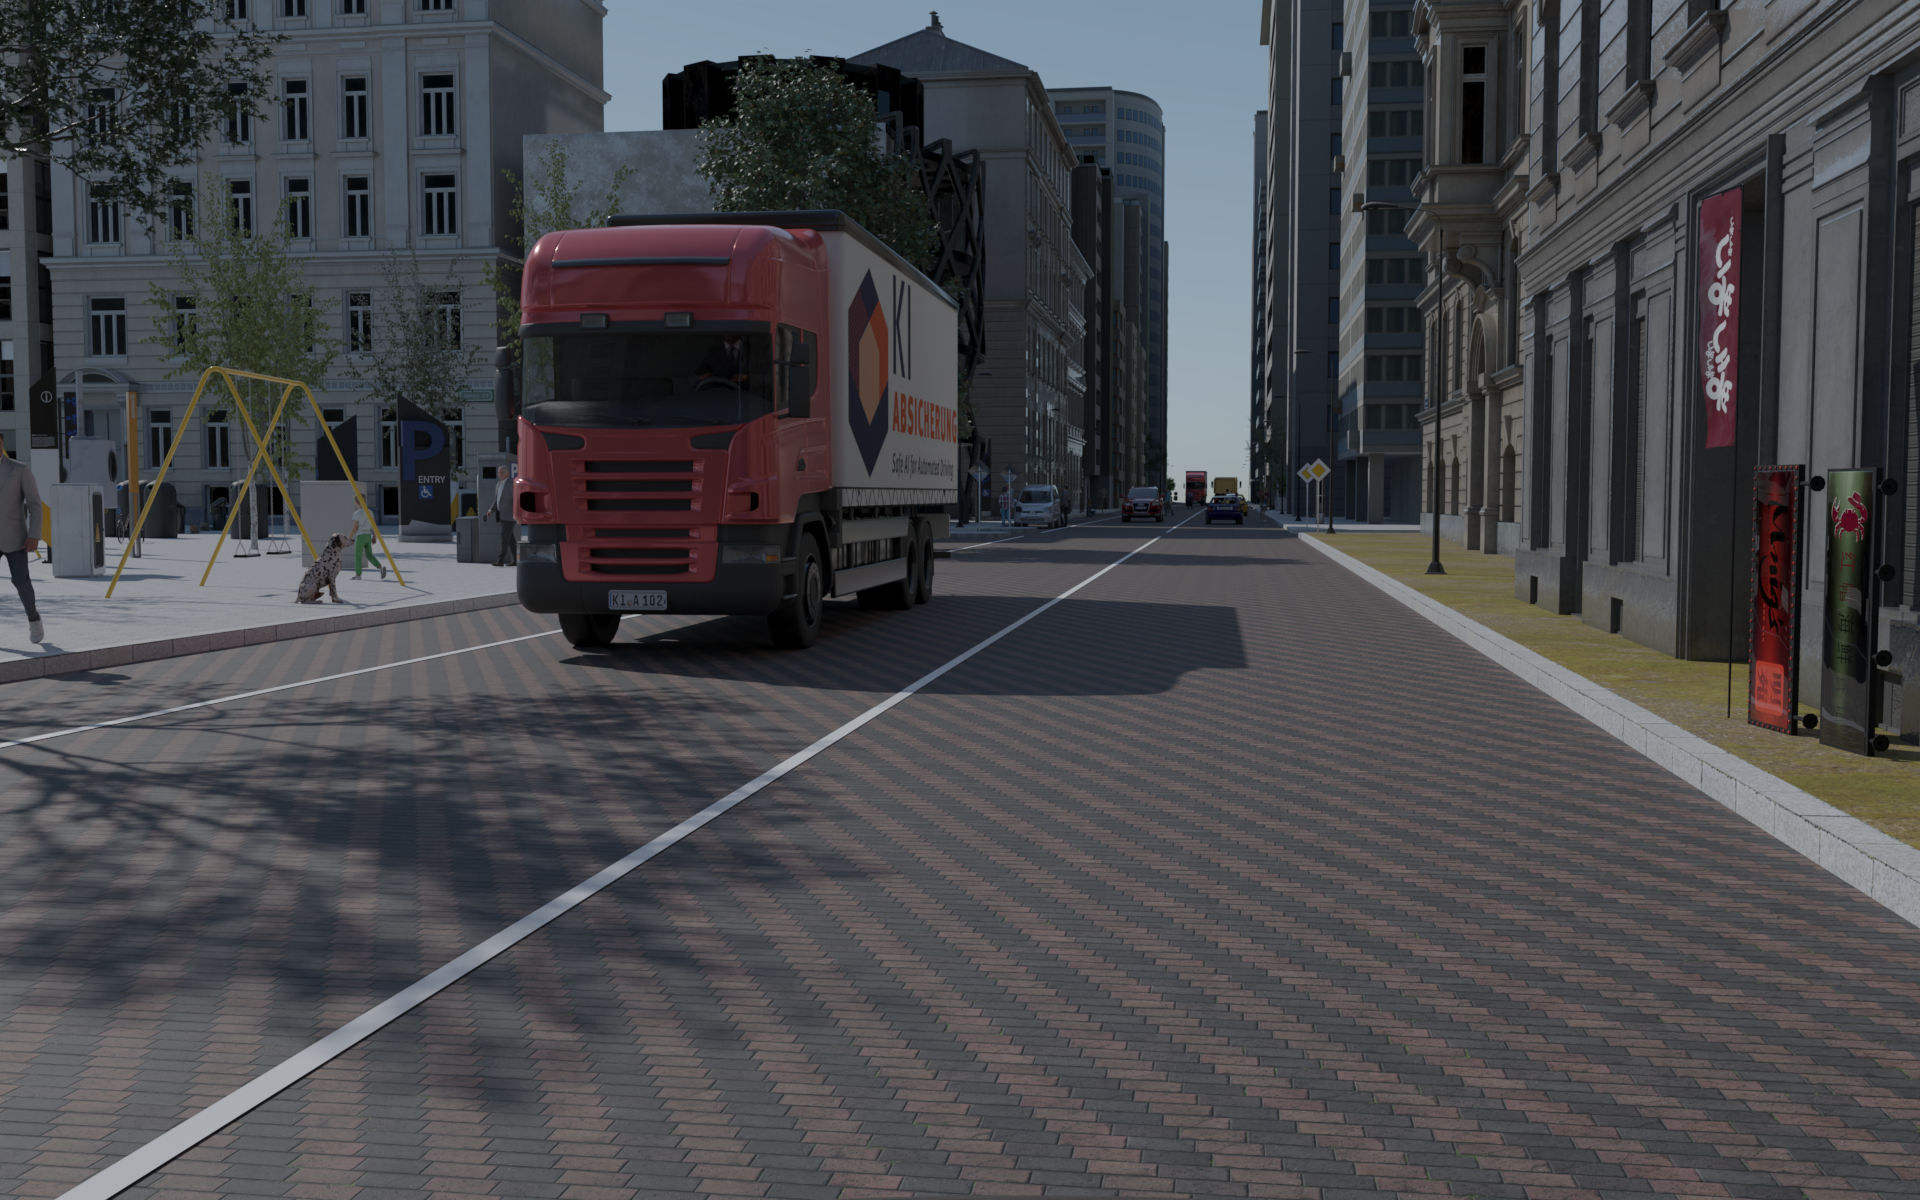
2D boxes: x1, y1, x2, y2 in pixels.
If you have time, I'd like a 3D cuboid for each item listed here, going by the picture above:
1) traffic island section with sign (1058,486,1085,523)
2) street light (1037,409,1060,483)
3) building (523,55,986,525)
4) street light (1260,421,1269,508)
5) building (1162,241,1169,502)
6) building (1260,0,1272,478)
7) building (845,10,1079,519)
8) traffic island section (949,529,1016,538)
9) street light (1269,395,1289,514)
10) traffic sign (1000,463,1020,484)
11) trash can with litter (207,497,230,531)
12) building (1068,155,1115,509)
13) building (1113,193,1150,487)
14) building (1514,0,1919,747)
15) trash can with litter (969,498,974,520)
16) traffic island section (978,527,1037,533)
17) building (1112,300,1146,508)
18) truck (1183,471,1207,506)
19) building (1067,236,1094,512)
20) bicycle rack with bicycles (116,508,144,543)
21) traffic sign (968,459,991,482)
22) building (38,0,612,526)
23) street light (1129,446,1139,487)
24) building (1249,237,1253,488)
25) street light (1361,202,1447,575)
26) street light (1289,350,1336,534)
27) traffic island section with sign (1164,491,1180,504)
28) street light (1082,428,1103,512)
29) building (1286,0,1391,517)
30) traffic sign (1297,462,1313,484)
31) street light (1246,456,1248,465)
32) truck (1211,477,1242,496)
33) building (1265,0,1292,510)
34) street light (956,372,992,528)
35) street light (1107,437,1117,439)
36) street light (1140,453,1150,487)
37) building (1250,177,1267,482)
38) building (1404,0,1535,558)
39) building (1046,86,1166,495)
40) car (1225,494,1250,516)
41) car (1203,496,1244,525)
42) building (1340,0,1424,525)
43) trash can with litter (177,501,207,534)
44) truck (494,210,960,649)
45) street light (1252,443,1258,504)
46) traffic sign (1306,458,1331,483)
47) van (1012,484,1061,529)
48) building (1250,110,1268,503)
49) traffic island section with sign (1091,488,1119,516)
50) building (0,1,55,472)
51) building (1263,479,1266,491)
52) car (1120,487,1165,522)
[{"bbox_3d":[5.362,-4.871,88.264,1.989,1.847,2.006,1,4,9],"label":"traffic island section with sign"},{"bbox_3d":[4.756,-7.441,94.200,1.470,5.913,1.316,1,4,9],"label":"street light"},{"bbox_3d":[-7.498,-12.684,74.841,16.820,18.784,16.811,1,4,9],"label":"building"},{"bbox_3d":[19.830,-8.371,109.411,1.470,5.913,1.316,1,4,9],"label":"street light"},{"bbox_3d":[25.489,-36.055,273.087,14.154,41.232,14.086,1,4,9],"label":"building"},{"bbox_3d":[44.443,-35.691,172.779,28.713,52.752,27.495,1,4,9],"label":"building"},{"bbox_3d":[-0.409,-18.534,100.302,12.463,27.353,25.104,1,4,9],"label":"building"},{"bbox_3d":[0.612,-2.169,57.739,2.009,0.180,2.903,1,4,9],"label":"traffic island section"},{"bbox_3d":[15.418,-6.667,81.551,1.470,5.913,1.316,1,4,9],"label":"street light"},{"bbox_3d":[1.863,-3.876,65.559,0.795,2.593,0.064,1,4,9],"label":"traffic sign"},{"bbox_3d":[-25.971,-2.986,60.216,0.624,1.170,1.055,3,4,38],"label":"trash can with litter"},{"bbox_3d":[5.664,-23.015,147.992,14.160,30.474,14.107,1,4,9],"label":"building"},{"bbox_3d":[17.795,-33.439,230.318,14.154,41.232,14.086,1,4,9],"label":"building"},{"bbox_3d":[10.071,-9.907,11.125,9.793,20.994,18.267,1,4,9],"label":"building"},{"bbox_3d":[0.469,-4.596,86.529,0.624,1.170,1.055,-1,4,-17],"label":"trash can with litter"},{"bbox_3d":[1.839,-2.651,65.630,2.009,0.180,2.903,1,4,9],"label":"traffic island section"},{"bbox_3d":[6.728,-21.650,199.011,27.650,21.520,28.899,1,4,9],"label":"building"},{"bbox_3d":[28.705,-13.550,210.451,2.839,4.237,11.283,1,4,9],"label":"truck"},{"bbox_3d":[3.008,-17.633,124.457,11.583,22.565,21.152,1,4,9],"label":"building"},{"bbox_3d":[-22.436,-1.936,45.031,2.852,0.926,2.925,-1,4,-20],"label":"bicycle rack with bicycles"},{"bbox_3d":[0.636,-3.393,57.668,0.795,2.593,0.064,1,4,9],"label":"traffic sign"},{"bbox_3d":[-26.890,-17.715,75.550,20.117,28.700,13.634,1,4,9],"label":"building"},{"bbox_3d":[16.520,-12.024,169.128,1.470,5.913,1.316,1,4,9],"label":"street light"},{"bbox_3d":[55.166,-38.936,286.707,14.600,45.320,14.200,1,4,9],"label":"building"},{"bbox_3d":[7.086,-3.371,27.658,1.470,5.913,1.316,1,4,9],"label":"street light"},{"bbox_3d":[11.457,-5.100,55.928,1.470,5.913,1.316,1,4,9],"label":"street light"},{"bbox_3d":[29.811,-14.487,245.486,1.989,1.847,2.006,1,4,9],"label":"traffic island section with sign"},{"bbox_3d":[9.188,-9.155,122.233,1.470,5.913,1.316,1,4,9],"label":"street light"},{"bbox_3d":[31.314,-34.610,107.869,21.231,58.520,28.212,1,4,9],"label":"building"},{"bbox_3d":[12.823,-3.771,63.840,0.795,2.593,0.064,1,4,9],"label":"traffic sign"},{"bbox_3d":[31.651,-13.005,185.172,1.470,5.913,1.316,1,4,9],"label":"street light"},{"bbox_3d":[29.876,-12.154,194.641,3.469,3.379,9.791,1,4,9],"label":"truck"},{"bbox_3d":[37.579,-32.139,149.176,21.300,48.544,21.600,1,4,9],"label":"building"},{"bbox_3d":[0.530,-5.735,66.312,1.470,5.913,1.316,1,4,9],"label":"street light"},{"bbox_3d":[12.139,-10.319,141.263,1.470,5.913,1.316,1,4,9],"label":"street light"},{"bbox_3d":[20.810,-13.729,197.006,1.470,5.913,1.316,1,4,9],"label":"street light"},{"bbox_3d":[51.833,-37.673,235.563,23.786,49.044,30.456,1,4,9],"label":"building"},{"bbox_3d":[17.163,-13.325,36.956,14.460,24.649,34.723,1,4,9],"label":"building"},{"bbox_3d":[18.544,-43.406,251.688,21.231,58.520,28.212,1,4,9],"label":"building"},{"bbox_3d":[18.089,-6.359,114.193,2.015,1.641,3.980,0,4,8],"label":"car"},{"bbox_3d":[12.621,-4.299,82.874,1.945,1.354,3.894,0,4,7],"label":"car"},{"bbox_3d":[29.147,-23.472,75.653,23.993,40.220,32.217,1,4,9],"label":"building"},{"bbox_3d":[-25.100,-2.735,56.112,1.055,1.170,0.624,-1,4,-19],"label":"trash can with litter"},{"bbox_3d":[-2.029,-1.873,19.534,2.839,4.237,11.283,1,4,8],"label":"truck"},{"bbox_3d":[24.199,-10.110,137.846,1.470,5.913,1.316,1,4,9],"label":"street light"},{"bbox_3d":[11.596,-3.288,55.950,0.795,2.593,0.064,1,4,9],"label":"traffic sign"},{"bbox_3d":[3.280,-4.045,73.140,2.013,2.044,4.112,1,4,9],"label":"van"},{"bbox_3d":[55.222,-44.182,264.378,21.231,58.520,28.212,1,4,9],"label":"building"},{"bbox_3d":[9.509,-6.500,114.899,1.989,1.847,2.006,1,4,9],"label":"traffic island section with sign"},{"bbox_3d":[-53.563,-17.020,82.795,34.151,26.468,19.350,1,4,9],"label":"building"},{"bbox_3d":[51.321,-30.983,198.449,32.217,40.220,23.993,1,4,9],"label":"building"},{"bbox_3d":[9.464,-4.943,89.486,2.281,1.827,5.304,1,4,8],"label":"car"}]
